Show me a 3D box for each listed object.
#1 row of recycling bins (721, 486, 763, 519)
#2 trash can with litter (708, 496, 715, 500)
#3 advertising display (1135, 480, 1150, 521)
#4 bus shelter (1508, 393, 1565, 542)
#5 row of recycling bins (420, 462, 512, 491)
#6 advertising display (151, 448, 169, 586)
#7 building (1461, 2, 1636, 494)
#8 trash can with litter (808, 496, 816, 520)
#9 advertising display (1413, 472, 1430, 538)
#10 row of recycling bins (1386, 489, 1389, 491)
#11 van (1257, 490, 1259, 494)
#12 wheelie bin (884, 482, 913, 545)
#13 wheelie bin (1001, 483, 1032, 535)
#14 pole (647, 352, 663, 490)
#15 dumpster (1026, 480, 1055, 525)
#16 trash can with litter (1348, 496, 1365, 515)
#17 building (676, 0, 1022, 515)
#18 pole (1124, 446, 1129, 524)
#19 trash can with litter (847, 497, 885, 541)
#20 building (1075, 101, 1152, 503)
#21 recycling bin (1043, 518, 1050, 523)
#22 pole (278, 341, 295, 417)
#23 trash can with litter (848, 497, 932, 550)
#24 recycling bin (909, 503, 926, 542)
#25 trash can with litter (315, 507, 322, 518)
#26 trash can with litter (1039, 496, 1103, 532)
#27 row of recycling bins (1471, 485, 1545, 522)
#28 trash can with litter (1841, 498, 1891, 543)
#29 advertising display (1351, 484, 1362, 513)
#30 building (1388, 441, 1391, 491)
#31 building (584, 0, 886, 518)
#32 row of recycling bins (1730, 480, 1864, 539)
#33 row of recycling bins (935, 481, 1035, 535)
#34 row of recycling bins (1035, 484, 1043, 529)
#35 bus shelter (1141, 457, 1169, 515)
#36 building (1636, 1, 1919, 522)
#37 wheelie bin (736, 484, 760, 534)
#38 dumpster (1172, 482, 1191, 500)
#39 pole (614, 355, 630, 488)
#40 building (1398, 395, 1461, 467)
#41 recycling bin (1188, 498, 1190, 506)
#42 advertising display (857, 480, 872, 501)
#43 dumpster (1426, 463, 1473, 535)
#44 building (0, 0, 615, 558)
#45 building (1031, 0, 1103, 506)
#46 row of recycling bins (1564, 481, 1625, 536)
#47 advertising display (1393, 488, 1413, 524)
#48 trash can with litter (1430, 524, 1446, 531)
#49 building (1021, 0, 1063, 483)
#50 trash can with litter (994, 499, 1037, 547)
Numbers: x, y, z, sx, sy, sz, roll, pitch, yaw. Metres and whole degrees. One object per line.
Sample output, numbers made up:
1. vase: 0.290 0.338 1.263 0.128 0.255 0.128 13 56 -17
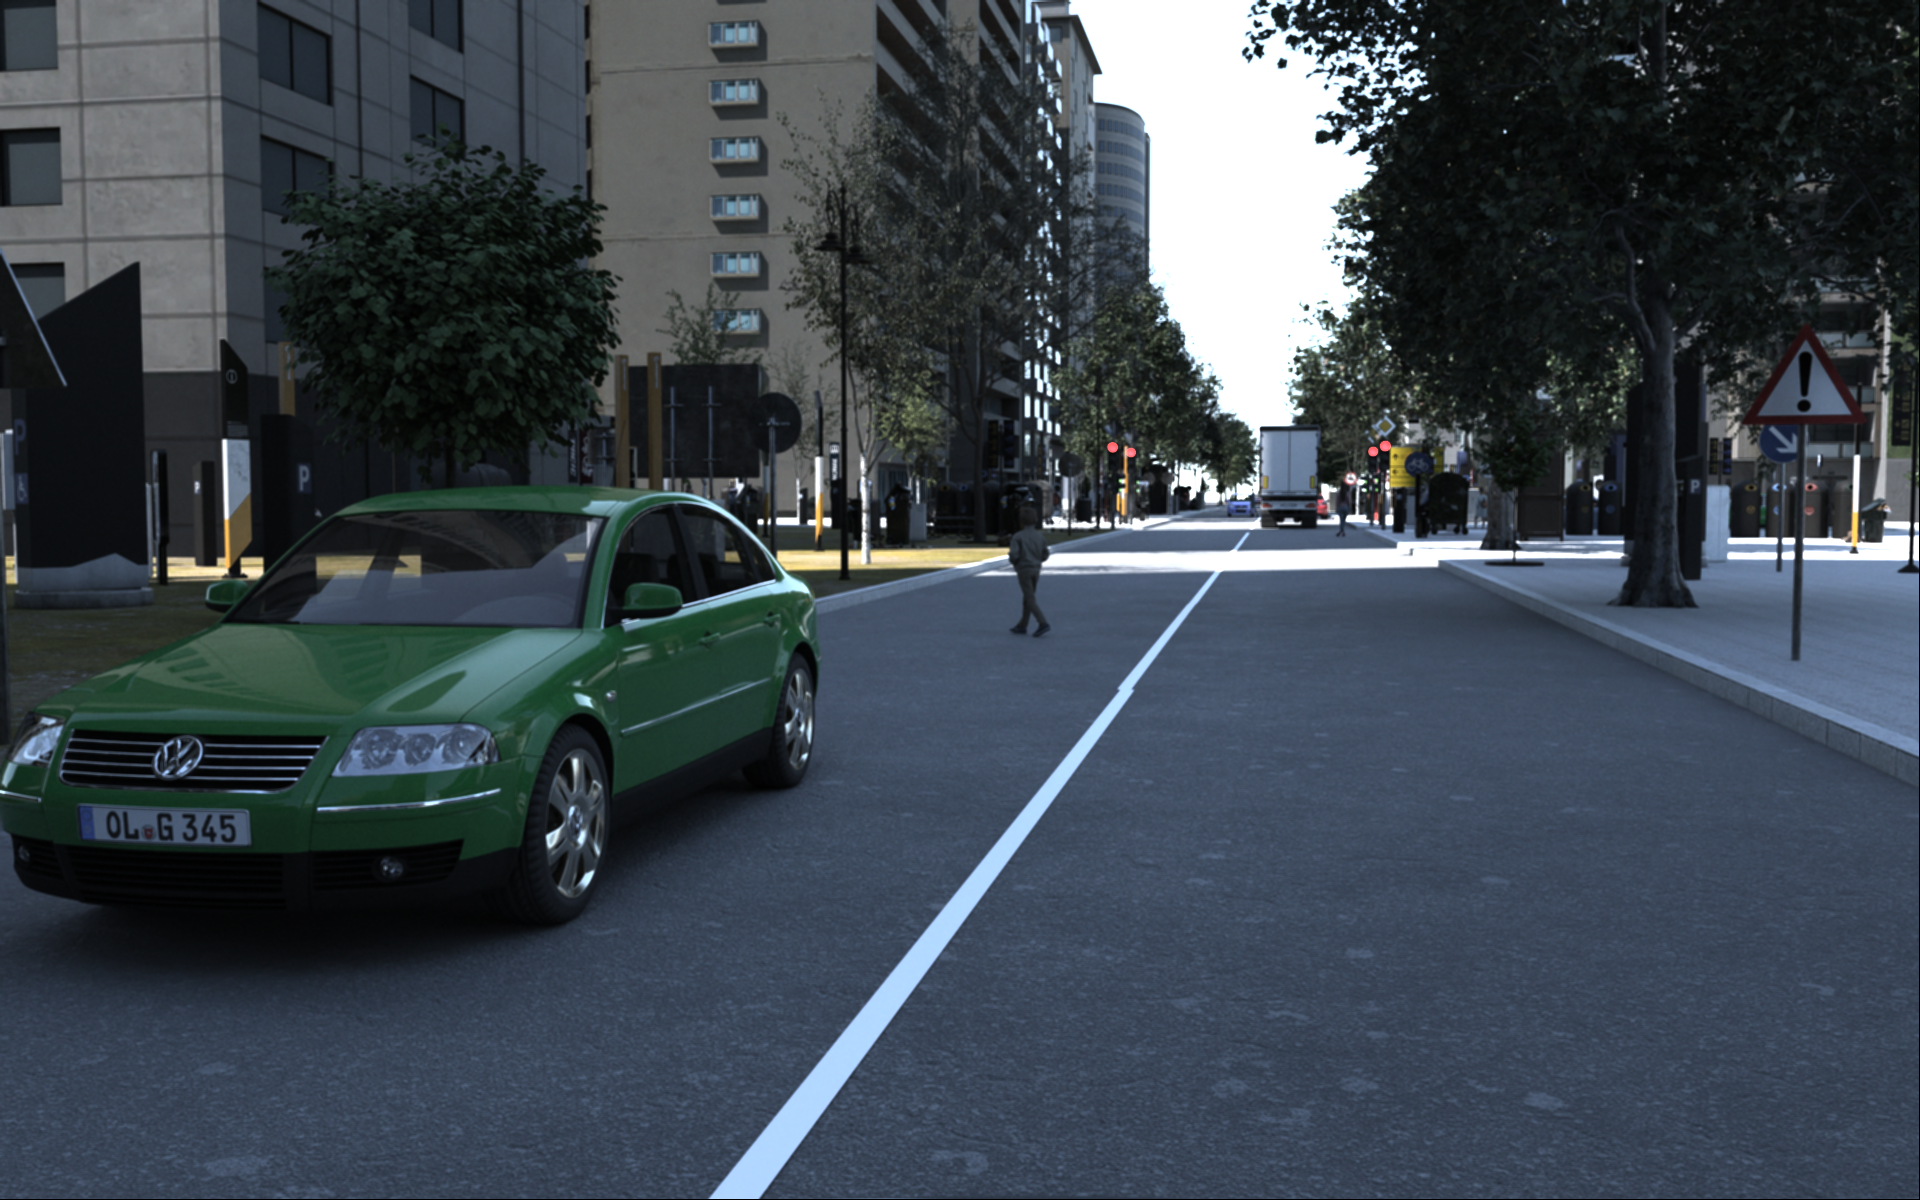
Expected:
1. row of recycling bins: -10.948 -4.902 87.257 1.069 1.692 3.534 2 4 25
2. trash can with litter: -11.857 -4.268 80.841 1.678 1.210 2.233 1 4 20
3. advertising display: 8.577 -4.660 81.408 0.123 1.923 0.974 3 5 42
4. bus shelter: 16.516 -4.440 50.224 2.179 5.291 8.768 1 4 10
5. row of recycling bins: -6.496 -0.976 23.068 1.069 1.692 3.534 -1 4 -9
6. advertising display: -11.344 -1.184 24.571 0.123 1.923 0.974 -2 4 -30
7. building: 59.869 -51.779 159.259 22.319 86.520 31.000 1 4 10
8. trash can with litter: -7.343 -4.463 84.353 0.624 1.170 1.055 3 5 41
9. advertising display: 13.543 -2.784 50.730 0.123 1.923 0.974 2 4 32
10. row of recycling bins: 29.196 -6.886 119.694 1.069 1.692 3.534 1 4 15
11. van: 48.458 -16.690 277.270 2.240 2.365 5.245 1 4 10
12. wheelie bin: -1.555 -2.209 44.023 0.693 1.594 0.980 0 4 4
13. wheelie bin: 1.659 -2.546 49.537 0.980 1.594 0.693 -3 4 -37
14. pole: -4.404 -1.908 25.044 0.158 3.312 0.155 0 3 0
15. dumpster: 3.237 -4.057 72.098 1.264 1.857 1.865 1 4 10
16. trash can with litter: 23.866 -5.688 104.384 1.055 1.170 0.624 -1 4 -8
17. building: -7.392 -31.051 131.385 21.300 48.544 21.600 1 4 10
18. pole: 7.059 -4.871 73.476 0.158 3.312 0.155 0 3 0
19. trash can with litter: -2.597 -2.227 47.798 0.624 1.170 1.055 3 5 40
20. building: 16.870 -43.856 259.042 21.231 58.520 28.212 1 4 10
21. recycling bin: 3.630 -3.993 77.847 0.722 1.027 0.722 -3 5 -44
22. pole: -9.030 -1.801 23.294 0.158 3.312 0.155 0 3 0
23. trash can with litter: -1.734 -1.823 40.869 2.233 1.210 1.678 -1 4 -9
24. recycling bin: -1.291 -2.094 46.784 0.722 1.027 0.722 0 4 -5
25. trash can with litter: -13.839 -1.504 35.977 0.624 1.170 1.055 1 4 23
26. trash can with litter: 3.822 -2.925 58.880 2.233 1.210 1.678 0 4 4
27. row of recycling bins: 24.988 -4.467 80.147 3.534 1.692 1.069 0 4 0
28. trash can with litter: 23.629 -2.066 45.173 1.055 1.170 0.624 0 4 0
29. advertising display: 26.436 -6.777 116.020 0.974 1.923 0.123 1 4 12
30. building: 82.287 -40.406 284.333 21.300 48.544 21.600 1 4 10
31. building: -13.100 -29.278 102.392 21.300 48.544 21.600 1 4 10
32. row of recycling bins: 24.288 -2.643 50.333 3.534 1.692 1.069 2 4 34
33. row of recycling bins: 0.619 -2.960 55.501 3.534 1.692 1.069 3 5 41
34. row of recycling bins: 1.275 -3.452 63.549 3.534 1.692 1.069 0 4 -8
35. bus shelter: 12.579 -7.259 109.965 1.731 3.624 6.357 1 4 10
36. building: 41.524 -24.520 84.491 14.086 41.232 14.154 1 4 10
37. wheelie bin: -6.827 -2.929 55.804 0.693 1.594 0.980 -1 4 -23
38. dumpster: 18.048 -8.496 141.407 1.502 2.255 1.985 1 4 10
39. pole: -4.969 -1.937 25.510 0.158 3.312 0.155 0 3 0
40. building: 80.467 -41.002 259.627 28.713 52.752 27.495 1 4 10
41. recycling bin: 18.561 -7.983 143.081 0.722 1.027 0.722 -1 4 -23
42. advertising display: -4.264 -4.429 77.620 0.123 1.923 0.974 2 4 32
43. dumpster: 15.502 -3.227 55.253 1.502 2.255 1.985 1 4 10
44. building: -22.798 -37.083 44.553 20.611 71.187 20.563 1 4 10
45. building: 0.362 -36.922 192.916 28.713 52.752 27.495 1 4 10
46. row of recycling bins: 20.616 -2.847 53.667 3.534 1.692 1.069 2 4 26
47. advertising display: 18.959 -4.202 73.919 0.974 1.923 0.123 -1 4 -13
48. trash can with litter: 16.985 -3.022 60.803 1.055 1.170 0.624 -2 4 -32
49. building: -2.518 -33.305 164.153 23.786 49.044 30.456 1 4 10
50. trash can with litter: 1.342 -1.883 42.180 1.055 1.170 0.624 2 4 26
